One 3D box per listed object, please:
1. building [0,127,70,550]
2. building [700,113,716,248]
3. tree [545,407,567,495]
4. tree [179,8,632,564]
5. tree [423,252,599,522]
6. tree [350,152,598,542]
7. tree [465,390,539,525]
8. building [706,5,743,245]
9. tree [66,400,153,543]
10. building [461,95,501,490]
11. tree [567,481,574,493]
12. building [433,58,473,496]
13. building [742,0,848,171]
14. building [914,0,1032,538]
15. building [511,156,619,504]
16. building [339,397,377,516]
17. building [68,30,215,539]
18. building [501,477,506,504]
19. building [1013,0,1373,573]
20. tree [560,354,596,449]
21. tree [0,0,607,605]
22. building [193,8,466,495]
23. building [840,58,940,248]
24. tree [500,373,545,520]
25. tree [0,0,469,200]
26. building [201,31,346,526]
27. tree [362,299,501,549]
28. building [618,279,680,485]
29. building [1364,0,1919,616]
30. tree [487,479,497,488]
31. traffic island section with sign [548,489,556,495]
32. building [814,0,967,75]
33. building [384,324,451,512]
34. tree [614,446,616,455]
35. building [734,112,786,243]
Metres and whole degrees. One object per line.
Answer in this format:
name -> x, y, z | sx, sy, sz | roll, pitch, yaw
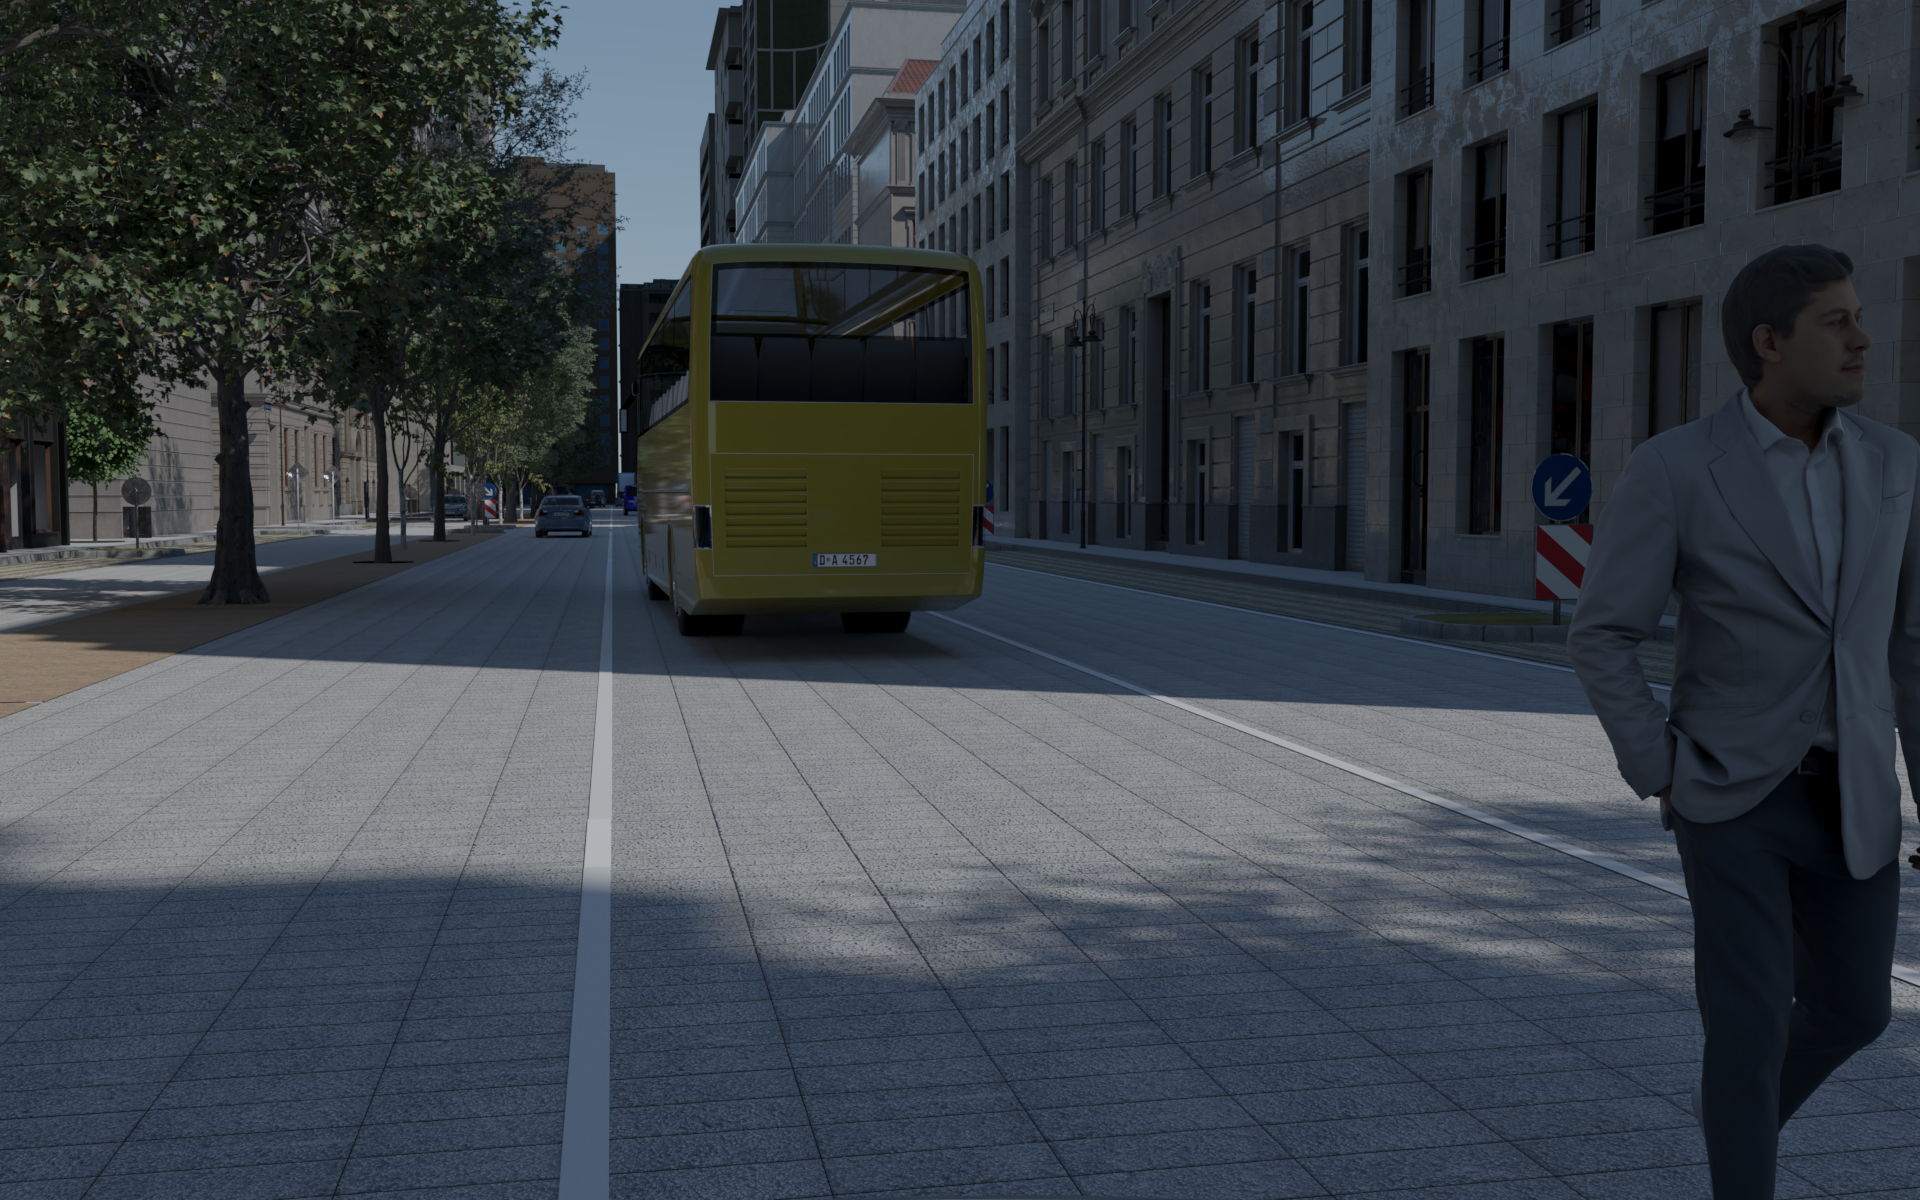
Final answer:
building -> -26.662, -12.468, 33.528 | 12.332, 23.373, 15.834 | -1, 4, -11
building -> -20.493, -36.015, 212.554 | 21.300, 48.544, 21.600 | -1, 4, -11
tree -> -23.997, -8.674, 94.643 | 4.737, 8.622, 4.395 | 0, 3, 0
tree -> -11.837, -7.483, 35.179 | 12.009, 13.543, 11.850 | 0, 3, 0
tree -> -22.713, -10.886, 87.105 | 9.857, 13.997, 8.962 | 0, 3, 0
tree -> -15.478, -7.541, 51.500 | 9.928, 11.665, 9.643 | 0, 3, 0
tree -> -21.278, -7.776, 79.951 | 4.360, 8.622, 3.978 | 0, 3, 0
building -> -12.305, -36.666, 188.732 | 28.713, 52.752, 27.495 | -1, 4, -11
tree -> -22.958, -3.796, 45.772 | 4.285, 4.588, 4.351 | 0, 3, 0
building -> -69.112, -40.462, 203.555 | 28.212, 58.520, 21.231 | -1, 4, -11
tree -> -32.498, -11.353, 138.437 | 4.737, 8.622, 4.395 | 0, 3, 0
building -> -60.864, -52.703, 174.359 | 22.319, 86.520, 31.000 | -1, 4, -11
building -> -11.683, -44.367, 163.646 | 20.563, 71.187, 20.611 | -1, 4, -11
building -> 5.033, -12.493, 59.009 | 10.420, 20.320, 16.860 | -1, 4, -11
building -> -53.410, -35.663, 233.204 | 14.200, 45.320, 14.600 | -1, 4, -11
building -> -42.664, -17.482, 104.915 | 14.460, 24.649, 34.723 | -1, 4, -11
building -> -36.423, -12.876, 52.323 | 24.055, 21.916, 13.314 | -1, 4, -11
building -> -75.246, -35.350, 232.596 | 28.867, 44.769, 22.147 | -1, 4, -11
building -> 9.859, -14.748, 38.400 | 12.463, 27.353, 25.104 | -1, 4, -11
tree -> -20.079, -8.342, 73.260 | 8.767, 10.594, 7.601 | -1, 4, -11
tree -> -9.516, -6.300, 22.462 | 9.611, 12.733, 9.660 | 0, 3, 0
building -> -54.358, -43.523, 149.859 | 20.563, 71.187, 20.611 | -1, 4, -11
building -> 5.640, -15.010, 81.574 | 21.152, 22.565, 11.583 | -1, 4, -11
tree -> -16.620, -6.492, 58.957 | 4.737, 8.622, 4.395 | 0, 3, 0
tree -> -7.343, -4.566, 11.519 | 8.767, 10.594, 7.601 | -1, 4, -11
building -> -34.826, -14.783, 77.851 | 11.583, 22.565, 21.152 | -1, 4, -11
tree -> -14.288, -5.593, 44.264 | 4.737, 8.622, 4.395 | 0, 3, 0
building -> -39.278, -28.393, 235.934 | 14.107, 30.474, 14.160 | -1, 4, -11
building -> 12.730, -9.974, 17.829 | 10.420, 20.320, 16.860 | -1, 4, -11
tree -> -52.813, -12.307, 195.814 | 1.663, 3.219, 1.824 | 0, 3, 0
traffic island section with sign -> -34.047, -8.342, 144.524 | 2.006, 1.907, 1.989 | -1, 4, -11
building -> -3.131, -20.012, 104.684 | 11.434, 29.767, 29.804 | -1, 4, -11
building -> -44.751, -16.889, 130.886 | 10.420, 20.320, 16.860 | -1, 4, -11
tree -> -27.316, -11.822, 112.760 | 9.611, 12.733, 9.660 | 0, 3, 0
building -> -10.746, -21.776, 133.524 | 11.434, 29.767, 29.804 | -1, 4, -11
